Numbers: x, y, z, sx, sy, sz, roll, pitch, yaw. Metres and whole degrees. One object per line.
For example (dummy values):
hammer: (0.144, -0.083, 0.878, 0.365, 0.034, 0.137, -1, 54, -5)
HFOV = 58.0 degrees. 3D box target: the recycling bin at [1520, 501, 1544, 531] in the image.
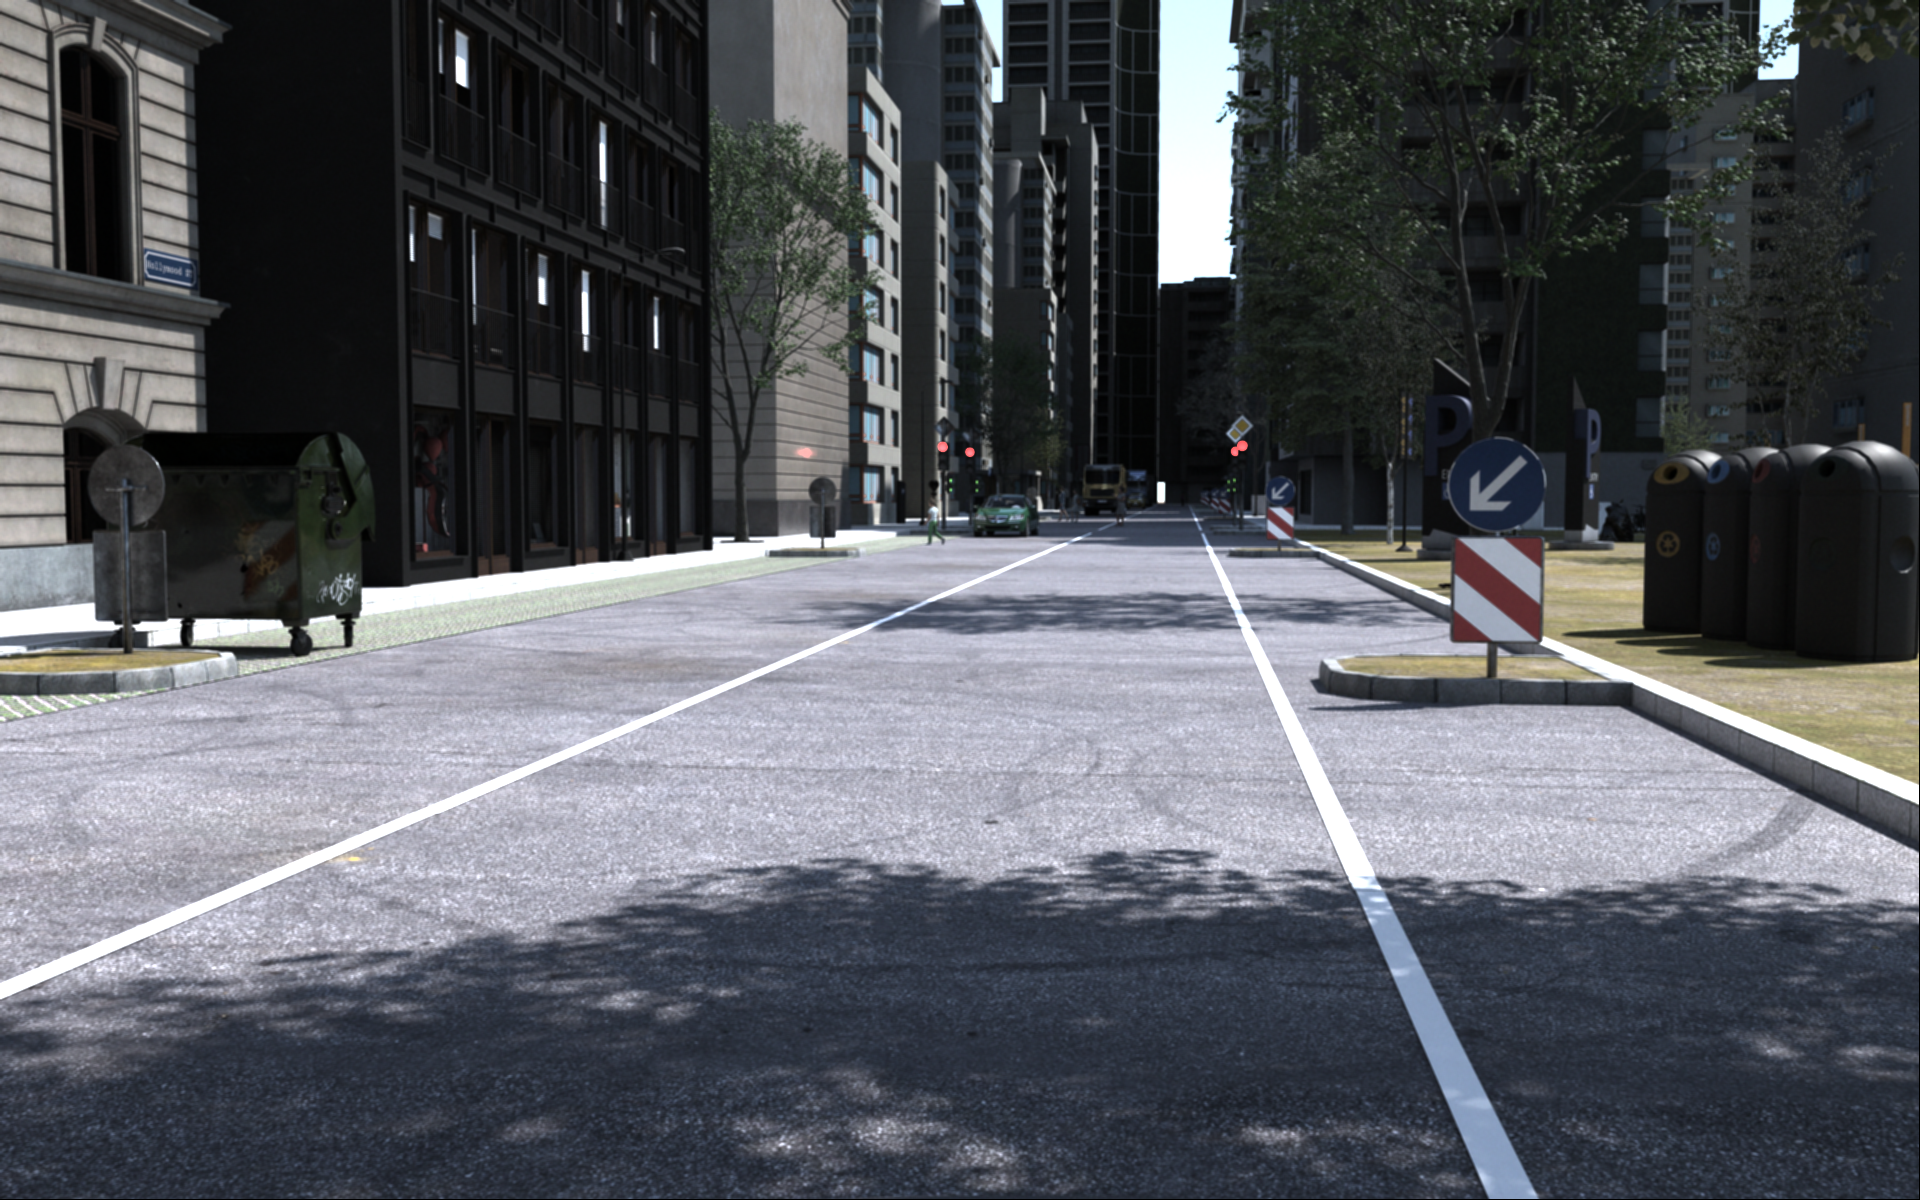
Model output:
recycling bin: (20.006, -2.936, 60.558, 0.722, 1.027, 0.722, 1, 4, 14)

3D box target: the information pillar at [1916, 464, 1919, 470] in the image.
information pillar: (23.393, -2.330, 42.585, 0.304, 2.012, 0.304, 3, 4, 36)

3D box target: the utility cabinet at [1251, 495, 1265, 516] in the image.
utility cabinet: (17.518, -5.512, 101.279, 0.306, 1.237, 1.020, -3, 5, -40)

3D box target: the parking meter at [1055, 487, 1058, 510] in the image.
parking meter: (7.763, -8.167, 139.243, 0.255, 1.863, 0.399, 0, 4, 1)

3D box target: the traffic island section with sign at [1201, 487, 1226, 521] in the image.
traffic island section with sign: (14.268, -5.237, 94.247, 1.989, 1.847, 2.006, 0, 4, 7)

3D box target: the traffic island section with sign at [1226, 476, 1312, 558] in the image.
traffic island section with sign: (7.215, -1.910, 39.860, 1.989, 1.847, 2.006, 0, 4, 7)

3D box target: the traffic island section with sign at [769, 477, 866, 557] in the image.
traffic island section with sign: (-3.224, -1.919, 40.002, 1.989, 1.847, 2.006, 0, 4, 7)

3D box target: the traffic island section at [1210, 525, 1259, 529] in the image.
traffic island section: (11.023, -2.879, 69.348, 2.009, 0.180, 2.903, 0, 4, 7)

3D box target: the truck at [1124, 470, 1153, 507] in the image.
truck: (20.507, -12.749, 198.211, 2.967, 4.110, 18.799, 1, 4, 9)

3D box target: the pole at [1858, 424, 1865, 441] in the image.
pole: (26.058, -3.444, 50.146, 0.158, 3.312, 0.155, 0, 3, 0)

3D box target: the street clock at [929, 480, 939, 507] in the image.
street clock: (-1.314, -5.058, 87.276, 0.471, 2.002, 0.358, -1, 4, -23)

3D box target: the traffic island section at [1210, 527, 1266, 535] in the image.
traffic island section: (9.997, -2.394, 61.428, 2.009, 0.180, 2.903, 0, 4, 7)

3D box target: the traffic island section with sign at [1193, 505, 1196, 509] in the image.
traffic island section with sign: (24.096, -9.886, 170.262, 1.989, 1.847, 2.006, 0, 4, 7)

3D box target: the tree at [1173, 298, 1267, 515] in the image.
tree: (18.057, -11.910, 105.091, 12.009, 13.543, 11.850, 0, 3, 0)

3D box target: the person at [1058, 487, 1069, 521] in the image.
person: (5.410, -5.040, 90.927, 0.654, 1.822, 0.581, 1, 4, 16)

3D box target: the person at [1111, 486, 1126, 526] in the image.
person: (7.016, -4.163, 76.916, 0.532, 1.782, 0.716, -2, 4, -31)

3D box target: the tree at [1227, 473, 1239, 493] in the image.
tree: (22.991, -9.297, 146.609, 1.663, 3.219, 1.824, 0, 3, 0)

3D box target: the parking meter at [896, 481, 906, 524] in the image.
parking meter: (-2.565, -4.257, 75.319, 0.255, 1.863, 0.399, 2, 4, 35)

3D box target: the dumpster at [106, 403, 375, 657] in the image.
dumpster: (-6.528, -0.656, 15.672, 1.985, 2.255, 1.502, 0, 4, 8)

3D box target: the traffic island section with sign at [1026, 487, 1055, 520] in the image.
traffic island section with sign: (4.033, -5.346, 96.034, 1.989, 1.847, 2.006, 0, 4, 7)

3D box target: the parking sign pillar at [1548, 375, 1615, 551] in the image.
parking sign pillar: (14.359, -3.146, 39.914, 1.447, 3.967, 1.447, 3, 4, 35)

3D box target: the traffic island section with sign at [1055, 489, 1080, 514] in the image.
traffic island section with sign: (7.494, -6.981, 122.767, 1.989, 1.847, 2.006, 0, 4, 7)

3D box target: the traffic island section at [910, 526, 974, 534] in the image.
traffic island section: (-0.605, -2.478, 62.801, 2.009, 0.180, 2.903, 0, 4, 7)

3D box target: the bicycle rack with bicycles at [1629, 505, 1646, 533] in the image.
bicycle rack with bicycles: (23.099, -2.671, 57.061, 2.925, 0.926, 2.852, -2, 4, -35)

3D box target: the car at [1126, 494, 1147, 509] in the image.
car: (16.772, -9.455, 164.816, 2.015, 1.641, 3.980, 0, 4, 8)

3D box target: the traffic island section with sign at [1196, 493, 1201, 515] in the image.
traffic island section with sign: (17.735, -6.882, 121.148, 1.989, 1.847, 2.006, 0, 4, 7)

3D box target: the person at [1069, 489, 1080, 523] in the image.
person: (5.795, -4.728, 86.800, 0.522, 1.701, 0.512, 2, 4, 27)

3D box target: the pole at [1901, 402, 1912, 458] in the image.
pole: (21.087, -2.741, 38.652, 0.158, 3.312, 0.155, 0, 3, 0)

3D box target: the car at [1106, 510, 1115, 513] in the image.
car: (10.990, -7.391, 132.643, 2.131, 1.459, 4.920, 0, 4, 7)

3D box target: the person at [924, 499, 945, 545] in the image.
person: (-0.720, -2.201, 48.733, 0.590, 1.304, 0.306, 1, 4, 20)

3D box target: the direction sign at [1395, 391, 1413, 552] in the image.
direction sign: (9.927, -2.851, 38.609, 0.379, 3.537, 0.876, 2, 4, 31)

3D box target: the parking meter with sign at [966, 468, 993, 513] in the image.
parking meter with sign: (1.253, -7.267, 115.083, 1.738, 3.016, 0.543, -1, 4, -21)

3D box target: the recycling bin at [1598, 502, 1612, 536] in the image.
recycling bin: (19.756, -2.527, 53.871, 0.722, 1.027, 0.722, -2, 4, -24)

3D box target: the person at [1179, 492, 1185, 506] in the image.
person: (26.277, -11.974, 204.958, 0.721, 1.739, 1.217, -1, 4, -22)

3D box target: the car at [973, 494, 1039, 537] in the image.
car: (1.611, -2.897, 59.164, 2.131, 1.459, 4.920, 1, 4, 9)

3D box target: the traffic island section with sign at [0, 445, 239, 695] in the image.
traffic island section with sign: (-6.704, -0.281, 13.215, 1.989, 1.847, 2.006, 0, 4, 7)

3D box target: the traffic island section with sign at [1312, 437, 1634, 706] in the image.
traffic island section with sign: (3.707, -0.254, 12.777, 1.989, 1.847, 2.006, 0, 4, 7)

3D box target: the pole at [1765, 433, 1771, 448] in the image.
pole: (27.190, -3.946, 58.362, 0.158, 3.312, 0.155, 0, 3, 0)

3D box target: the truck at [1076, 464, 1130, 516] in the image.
truck: (9.663, -7.300, 115.281, 3.469, 3.379, 9.791, 0, 4, 7)

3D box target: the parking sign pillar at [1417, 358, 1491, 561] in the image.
parking sign pillar: (9.713, -2.778, 33.899, 1.447, 3.967, 1.447, -2, 4, -35)

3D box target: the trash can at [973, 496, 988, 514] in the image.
trash can: (1.195, -5.865, 107.542, 0.748, 1.137, 0.748, 0, 3, 0)
